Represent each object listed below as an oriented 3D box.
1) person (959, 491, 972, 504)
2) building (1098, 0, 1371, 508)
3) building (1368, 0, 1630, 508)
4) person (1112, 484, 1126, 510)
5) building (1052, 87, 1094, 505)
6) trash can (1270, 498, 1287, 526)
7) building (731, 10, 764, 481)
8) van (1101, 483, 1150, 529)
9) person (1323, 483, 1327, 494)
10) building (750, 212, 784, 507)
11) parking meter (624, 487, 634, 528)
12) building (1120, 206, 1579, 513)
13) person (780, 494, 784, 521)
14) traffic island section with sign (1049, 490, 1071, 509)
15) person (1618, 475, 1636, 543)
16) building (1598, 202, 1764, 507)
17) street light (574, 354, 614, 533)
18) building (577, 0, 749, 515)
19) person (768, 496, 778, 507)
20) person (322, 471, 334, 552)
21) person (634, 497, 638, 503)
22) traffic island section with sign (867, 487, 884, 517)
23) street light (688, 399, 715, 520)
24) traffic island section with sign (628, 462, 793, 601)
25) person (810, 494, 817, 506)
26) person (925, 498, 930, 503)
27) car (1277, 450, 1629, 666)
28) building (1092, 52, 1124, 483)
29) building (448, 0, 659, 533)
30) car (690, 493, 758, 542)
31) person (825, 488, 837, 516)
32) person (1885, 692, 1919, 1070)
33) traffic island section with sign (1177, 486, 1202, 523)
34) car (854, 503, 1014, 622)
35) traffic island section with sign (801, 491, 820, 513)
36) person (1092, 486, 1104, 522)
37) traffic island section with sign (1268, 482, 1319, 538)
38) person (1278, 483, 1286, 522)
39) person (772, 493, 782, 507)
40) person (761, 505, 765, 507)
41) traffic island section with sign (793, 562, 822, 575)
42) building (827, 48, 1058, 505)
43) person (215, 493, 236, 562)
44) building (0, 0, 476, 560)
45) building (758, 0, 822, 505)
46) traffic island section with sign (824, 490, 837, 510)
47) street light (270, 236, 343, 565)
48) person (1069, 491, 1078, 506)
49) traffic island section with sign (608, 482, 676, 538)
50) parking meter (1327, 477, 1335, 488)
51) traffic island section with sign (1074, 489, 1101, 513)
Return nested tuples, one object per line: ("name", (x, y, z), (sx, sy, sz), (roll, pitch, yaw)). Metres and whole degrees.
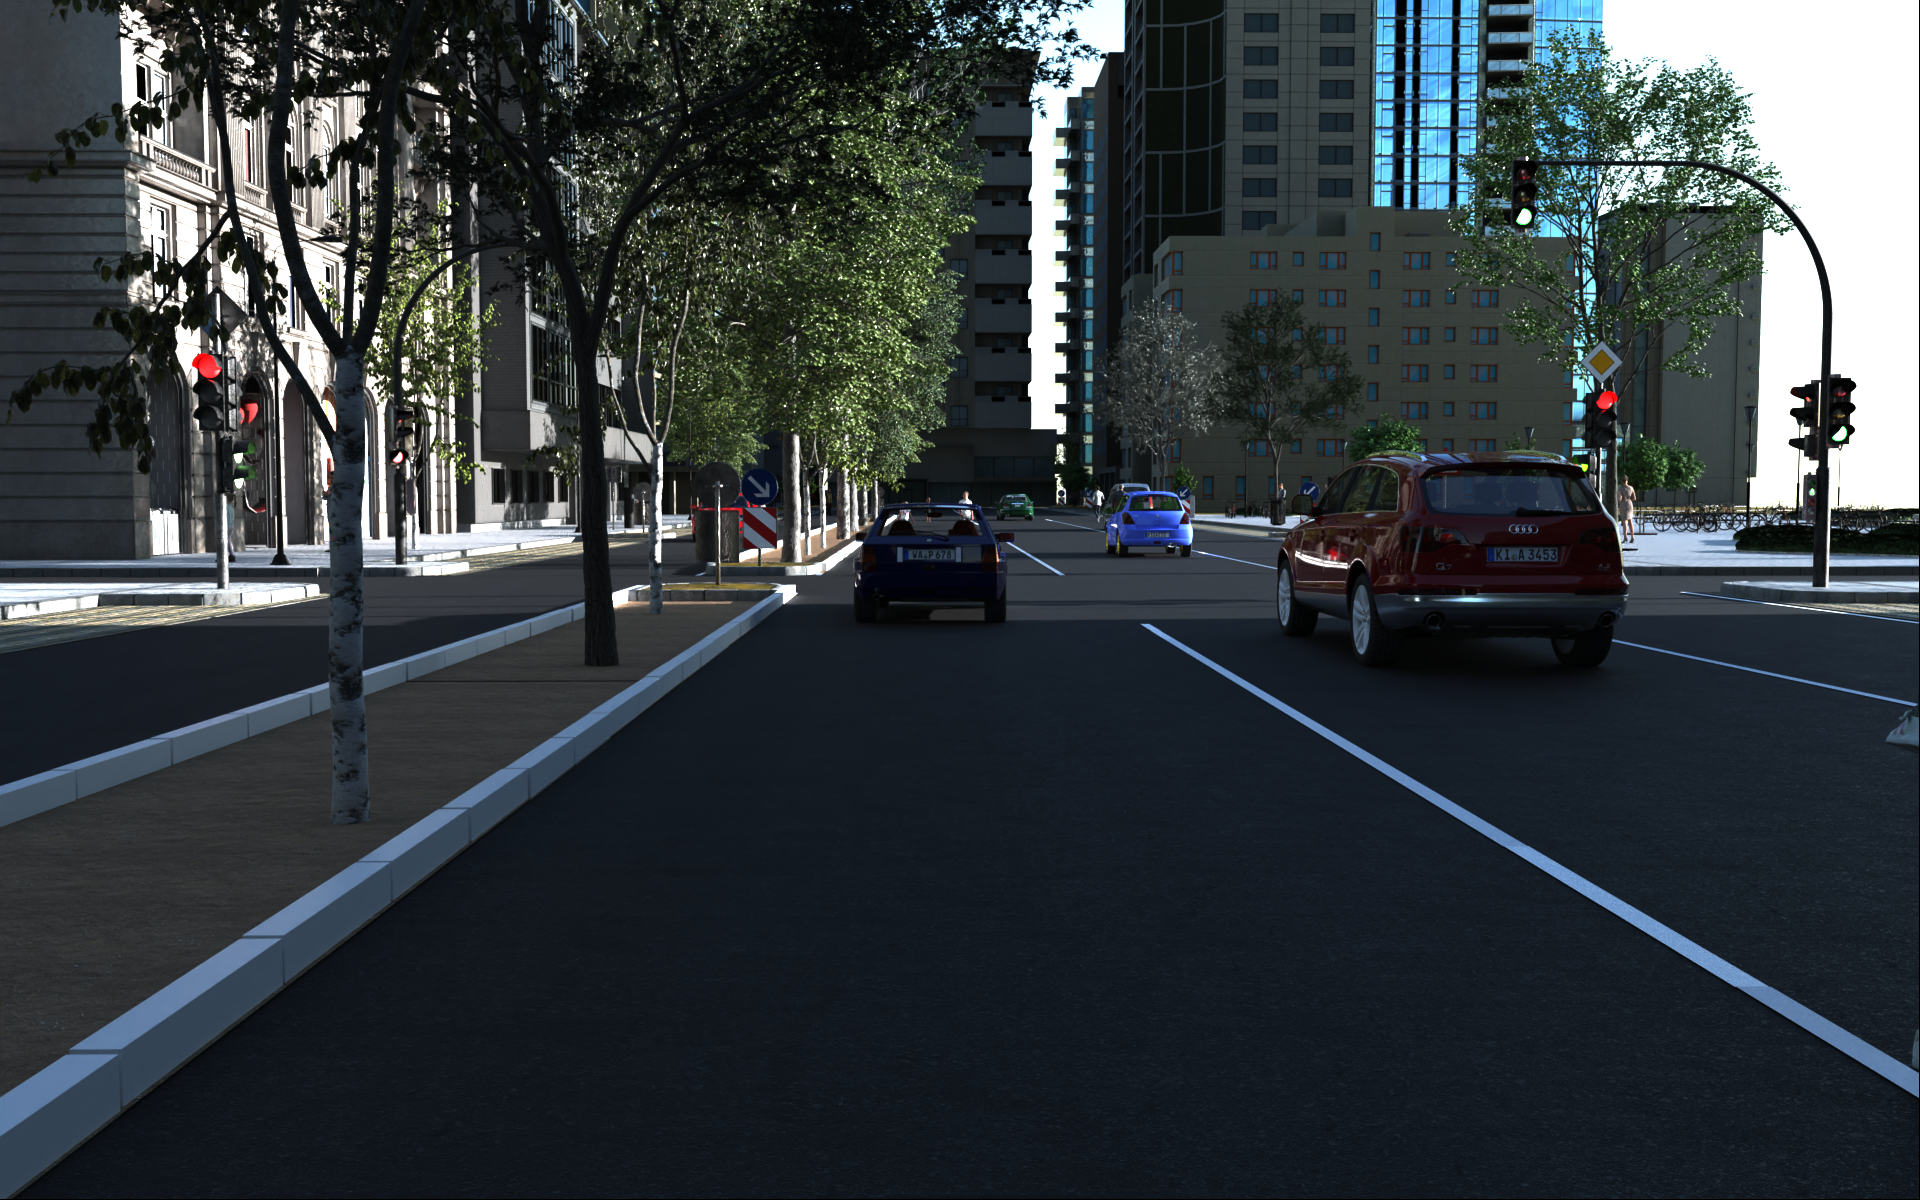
("person", (0.219, -2.475, 51.554), (0.503, 1.515, 0.523), (-3, 5, -40))
("building", (23.753, -43.802, 154.410), (20.563, 71.187, 20.611), (0, 4, -1))
("building", (48.262, -52.389, 169.227), (31.000, 86.520, 22.319), (0, 4, -1))
("person", (6.159, -3.526, 66.328), (0.661, 1.801, 0.590), (1, 4, 20))
("building", (26.056, -35.703, 203.352), (30.456, 49.044, 23.786), (0, 4, -1))
("trash can", (13.007, -3.619, 70.821), (0.748, 1.137, 0.748), (0, 3, 0))
("building", (-27.828, -51.138, 148.771), (22.319, 86.520, 31.000), (0, 4, -1))
("van", (6.698, -3.799, 69.129), (2.013, 2.044, 4.112), (0, 4, -1))
("person", (15.879, -4.157, 74.439), (0.534, 1.772, 0.576), (2, 4, 32))
("building", (-24.151, -24.559, 173.235), (14.107, 30.474, 14.160), (0, 4, -1))
("parking meter", (-12.391, -3.452, 64.844), (0.372, 1.533, 0.369), (0, 3, 0))
("building", (27.549, -17.481, 130.858), (27.650, 21.520, 28.899), (0, 4, -1))
("person", (-9.209, -5.124, 92.186), (0.836, 1.842, 0.656), (-2, 4, -27))
("traffic island section with sign", (9.284, -9.350, 161.492), (1.989, 1.847, 2.006), (0, 4, -1))
("person", (17.346, -2.370, 45.131), (0.599, 1.781, 0.374), (-1, 4, -16))
("building", (70.975, -24.692, 175.415), (14.107, 30.474, 14.160), (0, 4, -1))
("street light", (-12.134, -5.197, 57.511), (1.470, 5.913, 1.316), (0, 4, -1))
("building", (-26.386, -28.471, 120.129), (22.147, 44.769, 28.867), (0, 4, -1))
("person", (-15.646, -8.335, 143.137), (1.217, 1.723, 0.721), (0, 4, 8))
("person", (-13.838, -1.956, 38.201), (0.511, 1.800, 0.466), (2, 4, 23))
("person", (-16.804, -4.871, 89.960), (0.394, 1.301, 0.425), (0, 4, 5))
("traffic island section with sign", (-5.003, -6.012, 106.436), (2.006, 1.907, 1.989), (0, 4, -1))
("street light", (-12.630, -6.849, 84.524), (1.470, 5.913, 1.316), (0, 4, -1))
("traffic island section with sign", (-3.424, -0.964, 23.905), (2.006, 1.907, 1.989), (0, 4, -1))
("person", (-16.073, -11.034, 188.840), (0.705, 1.831, 1.348), (-3, 4, -38))
("person", (-1.732, -4.814, 91.878), (0.362, 1.253, 0.373), (-2, 4, -24))
("car", (4.315, -0.445, 15.947), (2.281, 1.827, 5.304), (0, 4, -1))
("building", (20.906, -32.005, 173.384), (14.600, 45.320, 14.200), (0, 4, -1))
("building", (-21.921, -15.457, 71.792), (14.314, 24.678, 30.058), (0, 4, -1))
("car", (-7.174, -2.704, 53.258), (2.155, 1.783, 4.494), (0, 4, -2))
("person", (-8.534, -6.394, 113.134), (0.705, 1.812, 1.348), (3, 5, 40))
("person", (2.568, 0.259, 4.242), (0.573, 1.828, 0.580), (0, 4, 5))
("traffic island section with sign", (10.750, -4.665, 84.897), (1.989, 1.847, 2.006), (0, 4, -1))
("car", (-0.313, -0.500, 20.750), (1.945, 1.354, 3.894), (0, 4, 1))
("traffic island section with sign", (-11.804, -7.624, 133.276), (1.989, 1.847, 2.006), (0, 4, -1))
("person", (7.109, -4.938, 89.085), (0.661, 1.843, 0.795), (-1, 4, -19))
("traffic island section with sign", (11.273, -2.974, 57.251), (1.989, 1.847, 2.006), (0, 4, -1))
("person", (14.858, -4.541, 80.559), (0.520, 1.790, 0.573), (3, 5, 42))
("person", (-14.621, -7.933, 136.574), (1.217, 1.723, 0.721), (-2, 4, -26))
("person", (-7.036, -3.200, 61.157), (0.599, 1.781, 0.374), (-3, 4, -38))
("traffic island section with sign", (-3.556, -1.417, 31.311), (2.006, 1.907, 1.989), (0, 4, -1))
("building", (-2.972, -37.705, 205.718), (27.495, 52.752, 28.713), (0, 4, -1))
("person", (-13.838, -1.364, 32.626), (0.394, 1.301, 0.425), (-1, 4, -15))
("building", (-22.125, -12.394, 44.440), (13.314, 21.916, 24.055), (0, 4, -1))
("building", (-27.090, -46.651, 201.002), (20.611, 71.187, 20.563), (0, 4, -1))
("traffic island section with sign", (-12.330, -9.272, 160.226), (1.989, 1.847, 2.006), (0, 4, -1))
("street light", (-11.787, -3.591, 31.255), (1.470, 5.913, 1.316), (0, 4, -1))
("person", (11.895, -10.641, 180.735), (1.217, 1.736, 0.721), (3, 5, 44))
("traffic island section with sign", (-10.345, -2.929, 56.515), (1.989, 1.847, 2.006), (0, 4, -1))
("parking meter", (12.784, -3.275, 59.252), (0.399, 1.863, 0.255), (0, 4, -7))
("traffic island section with sign", (9.804, -7.648, 133.678), (1.989, 1.847, 2.006), (0, 4, -1))
